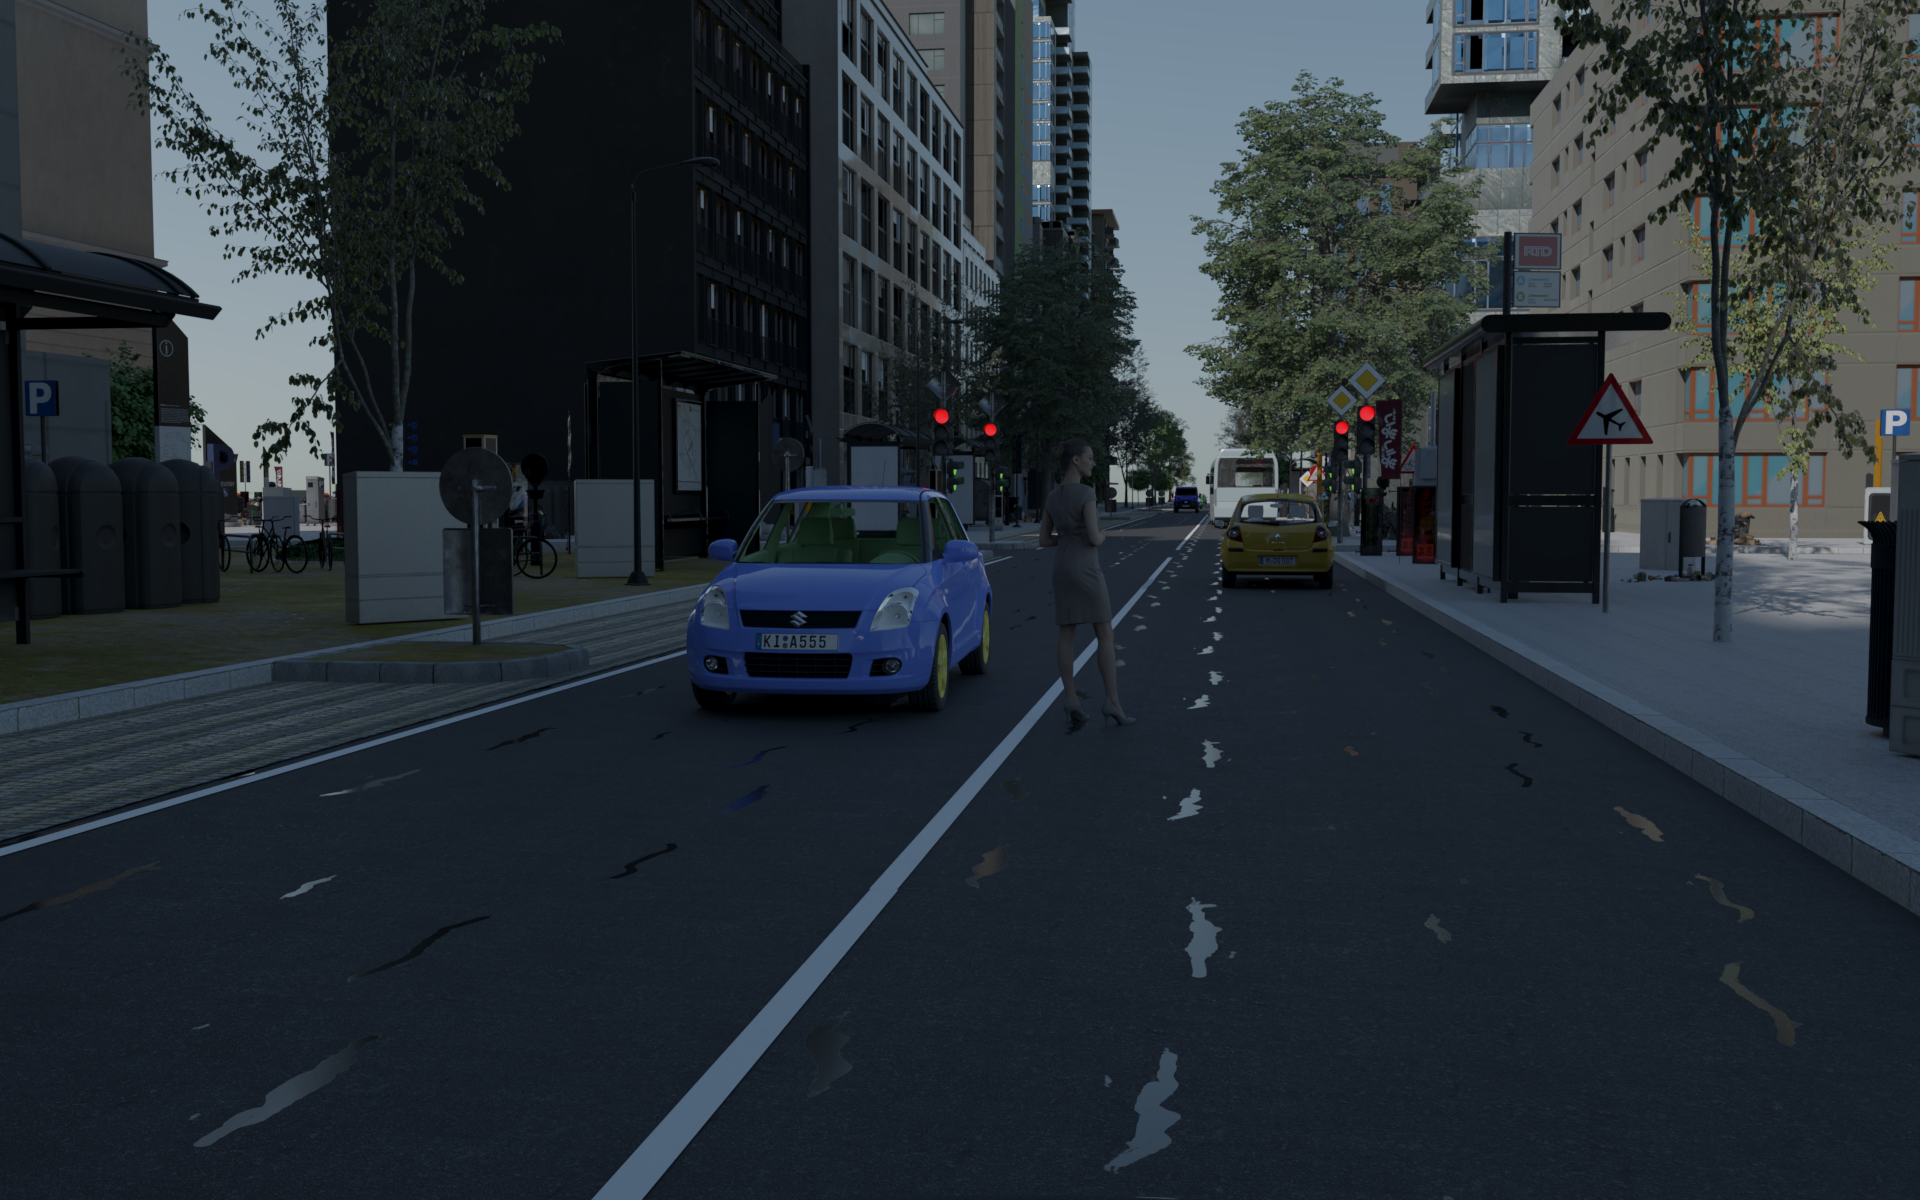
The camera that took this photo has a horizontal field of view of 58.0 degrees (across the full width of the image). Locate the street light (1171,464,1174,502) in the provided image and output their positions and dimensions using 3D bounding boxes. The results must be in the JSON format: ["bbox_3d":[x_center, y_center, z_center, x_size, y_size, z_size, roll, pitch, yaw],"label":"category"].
[{"bbox_3d":[28.199,-15.980,233.807,1.470,5.913,1.316,1,4,9],"label":"street light"}]

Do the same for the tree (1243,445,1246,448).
[{"bbox_3d":[39.062,-18.776,225.107,7.486,12.596,7.792,0,3,0],"label":"tree"}]

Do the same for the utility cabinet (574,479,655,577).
[{"bbox_3d":[-5.292,-1.092,26.530,1.173,1.500,0.318,-1,4,-18],"label":"utility cabinet"}]

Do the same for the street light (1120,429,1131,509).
[{"bbox_3d":[11.048,-9.137,121.926,1.470,5.913,1.316,1,4,9],"label":"street light"}]

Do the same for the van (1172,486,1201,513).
[{"bbox_3d":[17.583,-7.941,134.223,2.240,2.365,5.245,1,4,9],"label":"van"}]

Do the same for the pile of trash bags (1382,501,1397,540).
[{"bbox_3d":[12.658,-2.375,48.582,1.912,1.369,3.447,0,4,-5],"label":"pile of trash bags"}]

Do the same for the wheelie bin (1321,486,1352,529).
[{"bbox_3d":[11.728,-2.828,54.144,0.980,1.594,0.693,-1,4,-19],"label":"wheelie bin"}]

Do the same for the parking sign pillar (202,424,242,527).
[{"bbox_3d":[-28.791,-4.829,67.420,1.447,3.967,1.447,1,4,22],"label":"parking sign pillar"}]

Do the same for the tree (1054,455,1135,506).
[{"bbox_3d":[7.073,-7.213,101.645,4.285,4.588,4.351,0,3,0],"label":"tree"}]

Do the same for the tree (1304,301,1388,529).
[{"bbox_3d":[14.111,-6.898,63.137,4.360,8.622,3.978,0,3,0],"label":"tree"}]

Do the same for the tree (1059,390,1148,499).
[{"bbox_3d":[11.313,-12.405,137.238,7.601,10.594,8.767,-1,4,-22],"label":"tree"}]

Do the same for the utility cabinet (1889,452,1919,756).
[{"bbox_3d":[4.905,0.043,7.971,0.318,1.500,1.173,-1,4,-22],"label":"utility cabinet"}]

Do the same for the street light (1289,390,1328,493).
[{"bbox_3d":[12.031,-5.316,59.462,1.470,5.913,1.316,1,4,9],"label":"street light"}]

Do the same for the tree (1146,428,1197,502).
[{"bbox_3d":[33.422,-21.962,276.082,9.611,12.733,9.660,0,3,0],"label":"tree"}]

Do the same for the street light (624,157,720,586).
[{"bbox_3d":[-4.002,-3.154,24.114,1.470,5.913,1.316,1,4,9],"label":"street light"}]

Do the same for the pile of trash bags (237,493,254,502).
[{"bbox_3d":[-46.861,-6.510,116.188,3.447,1.369,1.912,-2,4,-31],"label":"pile of trash bags"}]

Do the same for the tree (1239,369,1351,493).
[{"bbox_3d":[21.554,-10.828,111.451,7.601,10.594,8.767,0,4,5],"label":"tree"}]

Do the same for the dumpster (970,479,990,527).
[{"bbox_3d":[0.758,-3.831,68.401,1.264,1.857,1.865,1,4,9],"label":"dumpster"}]

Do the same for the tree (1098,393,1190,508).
[{"bbox_3d":[15.528,-14.523,163.208,9.928,11.665,9.643,0,3,0],"label":"tree"}]

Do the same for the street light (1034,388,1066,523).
[{"bbox_3d":[3.934,-6.325,75.952,1.470,5.913,1.316,1,4,9],"label":"street light"}]

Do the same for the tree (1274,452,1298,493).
[{"bbox_3d":[25.582,-9.462,138.418,4.285,4.588,4.351,0,3,0],"label":"tree"}]

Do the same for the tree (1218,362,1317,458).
[{"bbox_3d":[27.126,-14.646,149.834,12.009,13.543,11.850,0,3,0],"label":"tree"}]

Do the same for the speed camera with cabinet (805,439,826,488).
[{"bbox_3d":[-5.566,-4.181,62.690,0.660,3.252,2.038,-2,4,-33],"label":"speed camera with cabinet"}]

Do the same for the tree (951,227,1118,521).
[{"bbox_3d":[4.064,-10.820,83.565,9.857,13.997,8.962,0,3,0],"label":"tree"}]

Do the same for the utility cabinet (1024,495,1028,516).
[{"bbox_3d":[4.283,-5.548,101.872,1.020,1.237,0.306,3,4,37],"label":"utility cabinet"}]

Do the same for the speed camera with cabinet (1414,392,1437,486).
[{"bbox_3d":[9.803,-2.382,33.288,2.038,3.252,0.660,3,5,40],"label":"speed camera with cabinet"}]

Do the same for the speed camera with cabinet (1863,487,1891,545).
[{"bbox_3d":[23.413,-2.957,42.683,0.660,3.252,2.038,-2,4,-28],"label":"speed camera with cabinet"}]

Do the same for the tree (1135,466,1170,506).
[{"bbox_3d":[19.598,-12.593,189.608,4.285,4.588,4.351,0,3,0],"label":"tree"}]

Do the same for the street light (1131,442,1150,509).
[{"bbox_3d":[15.730,-10.995,152.307,1.470,5.913,1.316,1,4,9],"label":"street light"}]

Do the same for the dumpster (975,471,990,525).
[{"bbox_3d":[0.757,-4.255,72.055,1.502,2.255,1.985,1,4,9],"label":"dumpster"}]

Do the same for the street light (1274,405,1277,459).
[{"bbox_3d":[16.478,-7.134,89.189,1.470,5.913,1.316,1,4,9],"label":"street light"}]

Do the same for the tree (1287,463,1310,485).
[{"bbox_3d":[20.704,-6.806,105.884,1.663,3.219,1.824,0,3,0],"label":"tree"}]

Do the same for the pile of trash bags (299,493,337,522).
[{"bbox_3d":[-28.578,-4.273,79.623,3.447,1.369,1.912,-3,5,-44],"label":"pile of trash bags"}]

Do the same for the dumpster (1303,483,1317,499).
[{"bbox_3d":[18.432,-5.142,89.831,1.264,1.857,1.865,1,4,9],"label":"dumpster"}]

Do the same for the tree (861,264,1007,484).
[{"bbox_3d":[-0.604,-6.493,56.528,4.360,8.622,3.978,0,3,0],"label":"tree"}]

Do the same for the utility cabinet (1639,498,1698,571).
[{"bbox_3d":[11.974,-1.110,29.315,0.306,1.237,1.020,-1,4,-21],"label":"utility cabinet"}]

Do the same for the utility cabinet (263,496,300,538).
[{"bbox_3d":[-19.990,-2.439,51.041,1.020,1.237,0.306,1,4,12],"label":"utility cabinet"}]

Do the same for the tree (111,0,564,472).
[{"bbox_3d":[-6.228,-4.156,18.312,4.360,8.622,3.978,0,3,0],"label":"tree"}]

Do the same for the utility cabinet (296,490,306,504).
[{"bbox_3d":[-36.187,-5.239,94.332,0.318,1.500,1.173,2,4,25],"label":"utility cabinet"}]

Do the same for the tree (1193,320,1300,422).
[{"bbox_3d":[30.675,-19.956,182.164,12.611,20.169,13.585,0,3,0],"label":"tree"}]

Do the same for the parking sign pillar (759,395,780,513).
[{"bbox_3d":[-5.534,-3.620,47.660,1.447,3.967,1.447,3,5,42],"label":"parking sign pillar"}]

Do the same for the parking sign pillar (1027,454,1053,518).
[{"bbox_3d":[4.262,-6.352,92.332,1.447,3.967,1.447,0,4,-5],"label":"parking sign pillar"}]

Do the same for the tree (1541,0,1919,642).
[{"bbox_3d":[6.797,-3.931,14.640,4.360,8.622,3.978,0,3,0],"label":"tree"}]

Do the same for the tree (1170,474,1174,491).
[{"bbox_3d":[25.267,-14.463,220.185,4.285,4.588,4.351,0,3,0],"label":"tree"}]

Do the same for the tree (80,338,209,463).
[{"bbox_3d":[-17.630,-3.233,36.576,4.285,4.588,4.351,0,3,0],"label":"tree"}]

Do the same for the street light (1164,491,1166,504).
[{"bbox_3d":[23.544,-14.164,204.130,1.470,5.913,1.316,1,4,9],"label":"street light"}]

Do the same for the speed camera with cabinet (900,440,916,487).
[{"bbox_3d":[-1.644,-4.229,63.478,0.660,3.252,2.038,-2,4,-31],"label":"speed camera with cabinet"}]

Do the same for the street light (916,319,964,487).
[{"bbox_3d":[-0.591,-4.509,46.255,1.470,5.913,1.316,1,4,9],"label":"street light"}]

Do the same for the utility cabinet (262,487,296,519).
[{"bbox_3d":[-21.882,-2.868,55.566,1.173,1.500,0.318,3,4,36],"label":"utility cabinet"}]

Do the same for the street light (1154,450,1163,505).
[{"bbox_3d":[20.296,-12.811,181.998,1.470,5.913,1.316,1,4,9],"label":"street light"}]

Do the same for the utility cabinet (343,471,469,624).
[{"bbox_3d":[-5.543,-0.530,17.338,1.173,1.500,0.318,-3,5,-45],"label":"utility cabinet"}]

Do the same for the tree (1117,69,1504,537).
[{"bbox_3d":[11.426,-8.886,51.948,9.857,13.997,8.962,0,3,0],"label":"tree"}]

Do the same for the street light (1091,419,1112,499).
[{"bbox_3d":[8.462,-8.141,105.649,1.470,5.913,1.316,1,4,9],"label":"street light"}]

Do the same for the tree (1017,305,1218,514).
[{"bbox_3d":[8.490,-12.361,112.469,12.009,13.543,11.850,0,3,0],"label":"tree"}]
